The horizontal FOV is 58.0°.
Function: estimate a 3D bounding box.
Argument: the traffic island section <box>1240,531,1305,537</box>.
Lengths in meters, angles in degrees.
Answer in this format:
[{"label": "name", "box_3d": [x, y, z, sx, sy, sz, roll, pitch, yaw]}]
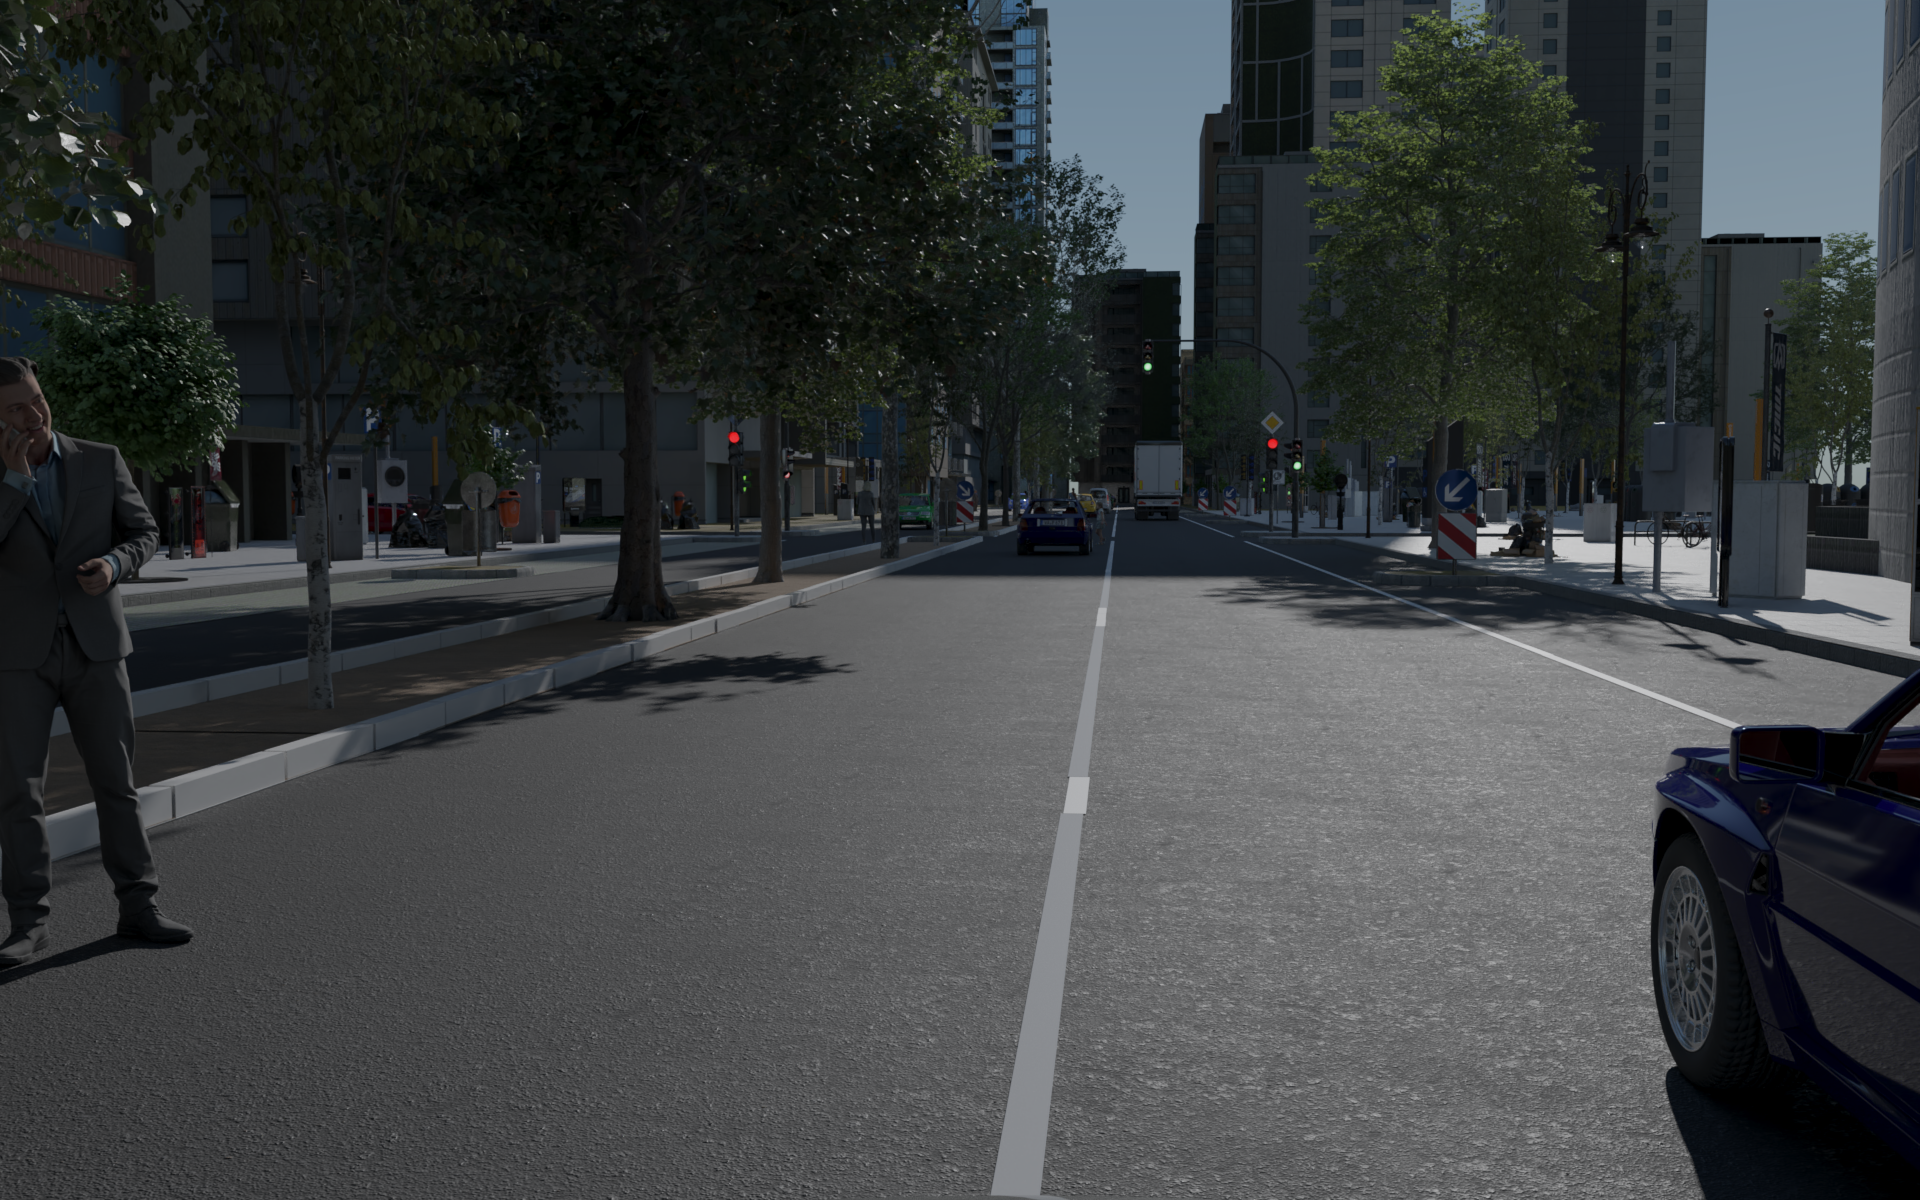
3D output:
[{"label": "traffic island section", "box_3d": [10.585, -2.235, 58.824, 2.009, 0.180, 2.903, 0, 4, 5]}]

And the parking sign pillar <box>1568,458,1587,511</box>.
[{"label": "parking sign pillar", "box_3d": [46.478, -8.664, 130.135, 1.447, 3.967, 1.447, -1, 4, -21]}]

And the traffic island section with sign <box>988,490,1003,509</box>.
[{"label": "traffic island section with sign", "box_3d": [3.627, -9.359, 161.655, 1.989, 1.847, 2.006, 0, 4, 5]}]

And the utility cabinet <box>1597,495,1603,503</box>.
[{"label": "utility cabinet", "box_3d": [44.191, -6.663, 120.109, 1.020, 1.237, 0.306, -2, 4, -35]}]

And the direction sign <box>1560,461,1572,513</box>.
[{"label": "direction sign", "box_3d": [40.998, -7.657, 117.186, 0.379, 3.537, 0.876, -3, 4, -37]}]

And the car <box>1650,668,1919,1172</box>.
[{"label": "car", "box_3d": [2.490, 0.589, 2.946, 1.945, 1.354, 3.894, 0, 4, 6]}]

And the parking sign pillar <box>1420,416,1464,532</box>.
[{"label": "parking sign pillar", "box_3d": [16.631, -4.355, 59.675, 1.447, 3.967, 1.447, -1, 4, -10]}]

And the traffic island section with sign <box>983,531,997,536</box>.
[{"label": "traffic island section with sign", "box_3d": [0.220, -3.137, 59.434, 2.006, 1.907, 1.989, 0, 4, 5]}]

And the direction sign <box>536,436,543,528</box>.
[{"label": "direction sign", "box_3d": [-15.722, -4.439, 64.579, 0.379, 3.537, 0.876, 0, 4, -7]}]

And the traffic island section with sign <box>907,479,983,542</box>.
[{"label": "traffic island section with sign", "box_3d": [-0.469, -2.686, 52.058, 2.006, 1.907, 1.989, 0, 4, 5]}]

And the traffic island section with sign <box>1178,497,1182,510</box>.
[{"label": "traffic island section with sign", "box_3d": [19.929, -9.267, 160.150, 1.989, 1.847, 2.006, 0, 4, 5]}]

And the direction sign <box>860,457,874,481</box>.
[{"label": "direction sign", "box_3d": [-5.672, -6.965, 105.880, 0.876, 3.537, 0.379, 0, 4, 5]}]

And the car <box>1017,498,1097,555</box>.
[{"label": "car", "box_3d": [2.332, -1.797, 41.953, 1.945, 1.354, 3.894, 0, 4, 6]}]

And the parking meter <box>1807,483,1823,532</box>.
[{"label": "parking meter", "box_3d": [19.570, -1.915, 39.722, 0.372, 1.533, 0.369, 0, 3, 0]}]

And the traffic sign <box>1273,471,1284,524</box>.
[{"label": "traffic sign", "box_3d": [13.665, -4.430, 74.556, 0.606, 2.300, 0.079, 1, 4, 15]}]

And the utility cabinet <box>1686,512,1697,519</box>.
[{"label": "utility cabinet", "box_3d": [38.203, -4.891, 91.132, 1.020, 1.237, 0.306, 3, 5, 41]}]

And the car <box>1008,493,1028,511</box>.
[{"label": "car", "box_3d": [4.887, -8.261, 144.654, 1.945, 1.707, 3.694, 0, 4, 4]}]

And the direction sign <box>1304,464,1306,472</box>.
[{"label": "direction sign", "box_3d": [25.667, -8.370, 128.850, 0.379, 3.537, 0.876, 0, 4, 3]}]

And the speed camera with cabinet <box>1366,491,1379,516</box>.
[{"label": "speed camera with cabinet", "box_3d": [24.015, -6.675, 103.476, 2.038, 3.252, 0.660, 1, 4, 21]}]

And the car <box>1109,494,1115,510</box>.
[{"label": "car", "box_3d": [13.321, -9.106, 160.675, 2.131, 1.459, 4.920, 0, 4, 6]}]

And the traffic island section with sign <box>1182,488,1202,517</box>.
[{"label": "traffic island section with sign", "box_3d": [15.361, -6.231, 110.503, 1.989, 1.847, 2.006, 0, 4, 5]}]

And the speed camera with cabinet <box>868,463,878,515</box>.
[{"label": "speed camera with cabinet", "box_3d": [-5.778, -7.018, 109.076, 0.660, 3.252, 2.038, -2, 4, -25]}]

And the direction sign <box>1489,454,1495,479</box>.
[{"label": "direction sign", "box_3d": [30.409, -6.549, 99.067, 0.379, 3.537, 0.876, 3, 4, 38]}]

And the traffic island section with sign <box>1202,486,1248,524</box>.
[{"label": "traffic island section with sign", "box_3d": [12.883, -4.589, 83.662, 1.989, 1.847, 2.006, 0, 4, 5]}]

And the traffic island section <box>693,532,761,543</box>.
[{"label": "traffic island section", "box_3d": [-6.768, -1.842, 52.401, 2.009, 0.180, 2.903, 0, 4, 5]}]

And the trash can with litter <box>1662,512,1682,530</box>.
[{"label": "trash can with litter", "box_3d": [25.619, -3.107, 62.189, 0.624, 1.170, 1.055, 0, 4, -6]}]

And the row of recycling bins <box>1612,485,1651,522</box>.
[{"label": "row of recycling bins", "box_3d": [31.517, -4.532, 81.209, 1.069, 1.692, 3.534, 0, 4, 3]}]

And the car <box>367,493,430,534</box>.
[{"label": "car", "box_3d": [-18.183, -2.921, 56.799, 4.494, 1.783, 2.155, 0, 4, 6]}]

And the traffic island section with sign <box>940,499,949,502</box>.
[{"label": "traffic island section with sign", "box_3d": [-0.979, -6.304, 111.692, 1.989, 1.847, 2.006, 0, 4, 5]}]

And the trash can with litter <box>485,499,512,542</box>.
[{"label": "trash can with litter", "box_3d": [-12.368, -2.154, 46.606, 0.624, 1.170, 1.055, 2, 4, 28]}]

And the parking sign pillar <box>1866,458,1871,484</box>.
[{"label": "parking sign pillar", "box_3d": [65.744, -8.333, 124.714, 1.447, 3.967, 1.447, 0, 4, 3]}]

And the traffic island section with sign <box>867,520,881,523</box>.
[{"label": "traffic island section with sign", "box_3d": [-3.450, -4.662, 84.850, 1.989, 1.847, 2.006, 0, 4, 5]}]

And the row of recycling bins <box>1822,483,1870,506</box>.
[{"label": "row of recycling bins", "box_3d": [34.448, -3.624, 66.366, 3.534, 1.692, 1.069, 0, 4, -7]}]

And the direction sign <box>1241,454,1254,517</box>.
[{"label": "direction sign", "box_3d": [16.374, -6.526, 98.700, 0.876, 3.537, 0.379, 3, 5, 42]}]

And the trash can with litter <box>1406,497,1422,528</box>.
[{"label": "trash can with litter", "box_3d": [17.234, -3.344, 66.065, 0.624, 1.170, 1.055, 0, 4, 2]}]

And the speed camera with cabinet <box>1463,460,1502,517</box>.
[{"label": "speed camera with cabinet", "box_3d": [29.460, -6.316, 97.605, 2.038, 3.252, 0.660, 2, 4, 26]}]

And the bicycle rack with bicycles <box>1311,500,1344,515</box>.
[{"label": "bicycle rack with bicycles", "box_3d": [23.204, -5.663, 105.966, 2.852, 0.926, 2.925, -1, 4, -22]}]

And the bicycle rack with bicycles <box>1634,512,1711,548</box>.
[{"label": "bicycle rack with bicycles", "box_3d": [18.165, -1.787, 42.604, 2.925, 0.926, 2.852, -1, 4, -19]}]

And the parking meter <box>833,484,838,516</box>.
[{"label": "parking meter", "box_3d": [-7.338, -5.969, 103.304, 0.399, 1.863, 0.255, 1, 4, 15]}]

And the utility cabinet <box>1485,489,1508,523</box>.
[{"label": "utility cabinet", "box_3d": [23.743, -4.161, 76.710, 0.318, 1.500, 1.173, -1, 4, -18]}]

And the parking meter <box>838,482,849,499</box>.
[{"label": "parking meter", "box_3d": [-5.703, -4.907, 85.939, 0.399, 1.863, 0.255, 0, 4, 8]}]

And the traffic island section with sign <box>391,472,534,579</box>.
[{"label": "traffic island section with sign", "box_3d": [-8.507, -1.307, 29.995, 1.989, 1.847, 2.006, 0, 4, 5]}]

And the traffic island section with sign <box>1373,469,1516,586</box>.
[{"label": "traffic island section with sign", "box_3d": [7.754, -1.182, 27.961, 1.989, 1.847, 2.006, 0, 4, 5]}]

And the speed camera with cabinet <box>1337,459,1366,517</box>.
[{"label": "speed camera with cabinet", "box_3d": [22.121, -6.359, 98.303, 0.660, 3.252, 2.038, 3, 5, 40]}]

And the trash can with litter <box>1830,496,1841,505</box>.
[{"label": "trash can with litter", "box_3d": [31.873, -3.169, 62.871, 1.678, 1.210, 2.233, 0, 4, -5]}]

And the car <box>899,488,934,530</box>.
[{"label": "car", "box_3d": [-1.886, -3.798, 70.892, 1.959, 1.807, 4.718, 0, 4, 3]}]

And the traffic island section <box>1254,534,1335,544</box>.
[{"label": "traffic island section", "box_3d": [9.853, -1.749, 50.872, 2.009, 0.180, 2.903, 0, 4, 5]}]

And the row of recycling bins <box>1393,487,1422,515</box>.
[{"label": "row of recycling bins", "box_3d": [28.000, -6.219, 108.795, 3.534, 1.692, 1.069, -3, 4, -36]}]

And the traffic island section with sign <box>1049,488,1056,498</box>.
[{"label": "traffic island section with sign", "box_3d": [7.098, -7.714, 134.258, 2.006, 1.907, 1.989, 0, 4, 5]}]

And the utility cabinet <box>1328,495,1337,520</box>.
[{"label": "utility cabinet", "box_3d": [18.730, -4.643, 87.071, 0.306, 1.237, 1.020, 0, 4, 2]}]

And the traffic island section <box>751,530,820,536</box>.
[{"label": "traffic island section", "box_3d": [-6.036, -2.329, 60.353, 2.009, 0.180, 2.903, 0, 4, 5]}]

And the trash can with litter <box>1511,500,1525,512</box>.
[{"label": "trash can with litter", "box_3d": [40.439, -6.993, 125.727, 1.055, 1.170, 0.624, 2, 4, 26]}]

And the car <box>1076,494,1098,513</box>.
[{"label": "car", "box_3d": [8.326, -6.522, 116.858, 2.015, 1.641, 3.980, 0, 4, 5]}]

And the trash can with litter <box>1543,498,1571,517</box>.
[{"label": "trash can with litter", "box_3d": [33.807, -5.359, 98.672, 1.678, 1.210, 2.233, 1, 4, 12]}]

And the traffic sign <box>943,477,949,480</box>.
[{"label": "traffic sign", "box_3d": [-1.044, -8.111, 132.719, 0.768, 2.556, 0.104, 1, 4, 12]}]

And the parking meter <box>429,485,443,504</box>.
[{"label": "parking meter", "box_3d": [-15.215, -2.565, 50.344, 0.372, 1.533, 0.369, 0, 3, 0]}]

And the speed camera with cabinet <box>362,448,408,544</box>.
[{"label": "speed camera with cabinet", "box_3d": [-15.211, -3.053, 44.250, 2.038, 3.252, 0.660, -3, 5, -40]}]

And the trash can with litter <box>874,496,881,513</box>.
[{"label": "trash can with litter", "box_3d": [-4.964, -6.363, 115.088, 2.233, 1.210, 1.678, 2, 4, 33]}]

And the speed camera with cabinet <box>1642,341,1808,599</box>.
[{"label": "speed camera with cabinet", "box_3d": [9.678, -1.688, 21.942, 0.660, 3.252, 2.038, -2, 4, -28]}]
